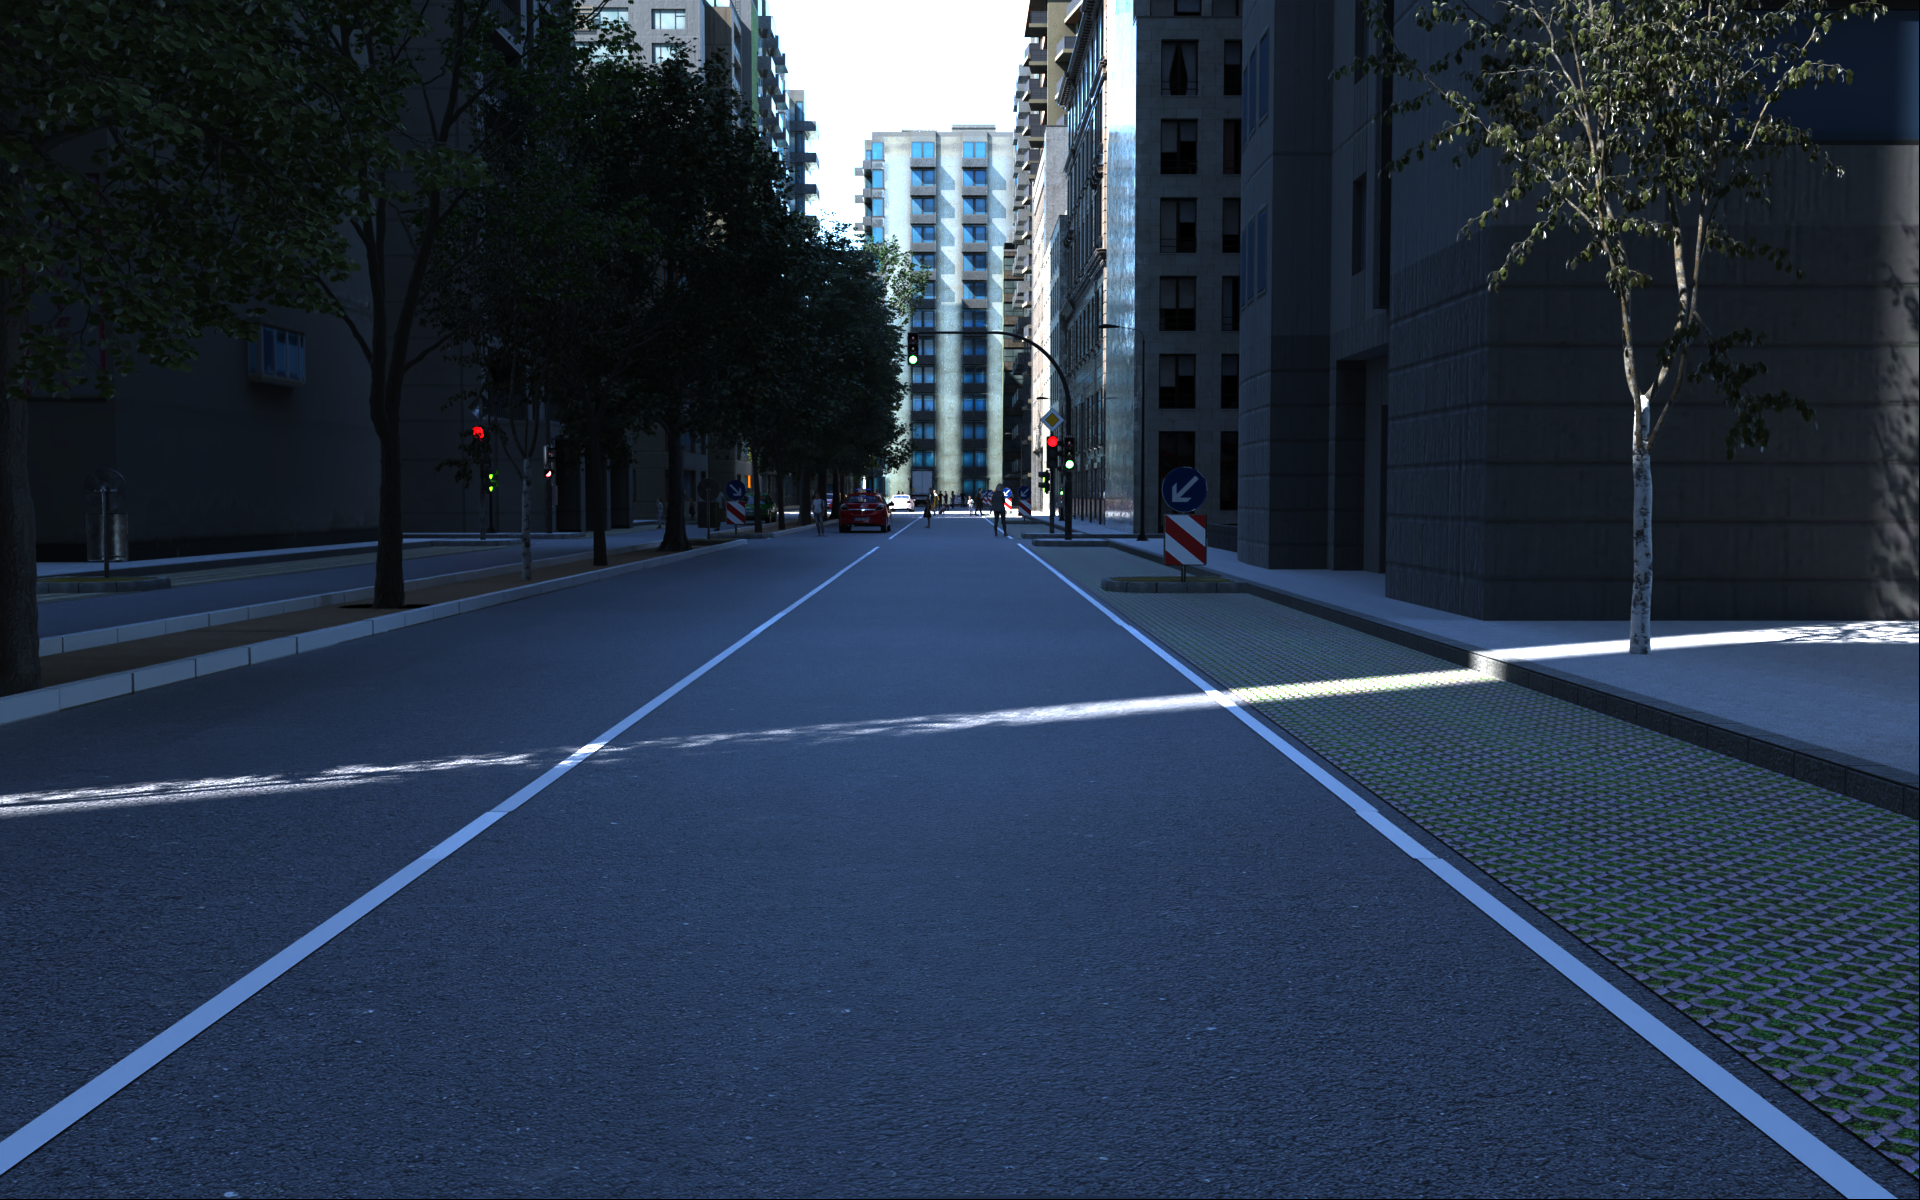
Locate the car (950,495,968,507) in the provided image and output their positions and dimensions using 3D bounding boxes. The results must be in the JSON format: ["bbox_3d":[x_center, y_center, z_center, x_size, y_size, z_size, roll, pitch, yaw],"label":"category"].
[{"bbox_3d":[-0.149,-11.373,198.303,2.083,1.381,4.827,0,4,2],"label":"car"}]

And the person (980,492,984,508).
[{"bbox_3d":[1.985,-9.663,167.431,0.756,1.711,0.436,-1,4,-23],"label":"person"}]

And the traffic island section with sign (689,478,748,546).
[{"bbox_3d":[-7.174,-2.487,48.800,2.006,1.907,1.989,0,4,0],"label":"traffic island section with sign"}]

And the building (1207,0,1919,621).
[{"bbox_3d":[15.739,-29.832,29.761,21.231,58.520,28.212,0,4,0],"label":"building"}]

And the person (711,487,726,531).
[{"bbox_3d":[-9.285,-3.548,66.998,0.782,1.767,0.515,-3,5,-42],"label":"person"}]

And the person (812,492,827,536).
[{"bbox_3d":[-4.756,-2.916,58.777,0.503,1.515,0.523,-1,4,-15],"label":"person"}]

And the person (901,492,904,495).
[{"bbox_3d":[-6.677,-11.718,201.008,0.541,1.710,0.530,-1,4,-16],"label":"person"}]

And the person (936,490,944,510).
[{"bbox_3d":[-1.779,-8.774,152.475,1.217,1.766,0.721,-2,4,-34],"label":"person"}]

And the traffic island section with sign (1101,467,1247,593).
[{"bbox_3d":[3.139,-1.051,25.815,1.989,1.847,2.006,0,4,0],"label":"traffic island section with sign"}]

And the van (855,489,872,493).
[{"bbox_3d":[-10.648,-11.427,191.209,2.240,2.365,5.245,0,4,-2],"label":"van"}]

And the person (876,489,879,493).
[{"bbox_3d":[-5.375,-6.279,111.552,0.834,1.777,0.661,0,4,-7],"label":"person"}]

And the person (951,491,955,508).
[{"bbox_3d":[-0.625,-10.006,172.810,0.721,1.735,1.217,1,4,11],"label":"person"}]

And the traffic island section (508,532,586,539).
[{"bbox_3d":[-13.417,-2.095,56.529,2.009,0.180,2.903,0,4,0],"label":"traffic island section"}]

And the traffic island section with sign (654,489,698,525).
[{"bbox_3d":[-13.190,-4.435,81.134,1.989,1.847,2.006,0,4,0],"label":"traffic island section with sign"}]

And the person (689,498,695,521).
[{"bbox_3d":[-13.351,-4.471,86.277,0.362,1.253,0.373,3,4,36],"label":"person"}]

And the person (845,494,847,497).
[{"bbox_3d":[-9.104,-7.645,133.499,1.348,1.823,0.705,1,4,17],"label":"person"}]

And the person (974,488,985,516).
[{"bbox_3d":[1.302,-6.478,114.198,0.755,1.850,0.659,0,4,-8],"label":"person"}]

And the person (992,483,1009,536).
[{"bbox_3d":[1.347,-3.086,59.138,0.537,1.800,0.526,3,4,37],"label":"person"}]

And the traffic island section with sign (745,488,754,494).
[{"bbox_3d":[-13.291,-6.159,109.321,1.989,1.847,2.006,0,4,0],"label":"traffic island section with sign"}]

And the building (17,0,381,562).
[{"bbox_3d":[-26.326,-25.181,35.404,21.600,48.544,21.300,0,4,0],"label":"building"}]

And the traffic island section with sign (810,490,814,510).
[{"bbox_3d":[-13.462,-9.167,158.501,1.989,1.847,2.006,0,4,0],"label":"traffic island section with sign"}]

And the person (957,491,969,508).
[{"bbox_3d":[0.303,-10.756,184.365,1.348,1.822,0.705,-1,4,-11],"label":"person"}]

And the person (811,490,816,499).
[{"bbox_3d":[-13.098,-9.047,156.561,0.705,1.807,1.348,-2,4,-33],"label":"person"}]

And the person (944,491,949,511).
[{"bbox_3d":[-1.196,-8.485,148.153,0.530,1.710,0.541,0,3,0],"label":"person"}]

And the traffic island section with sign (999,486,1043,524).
[{"bbox_3d":[2.946,-4.524,82.589,1.989,1.847,2.006,0,4,0],"label":"traffic island section with sign"}]

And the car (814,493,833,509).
[{"bbox_3d":[-10.914,-8.179,142.773,2.155,1.783,4.494,0,3,0],"label":"car"}]

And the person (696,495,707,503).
[{"bbox_3d":[-11.339,-4.104,75.805,0.606,1.804,0.583,2,4,29],"label":"person"}]

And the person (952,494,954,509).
[{"bbox_3d":[-0.717,-9.753,171.179,0.599,1.433,0.991,0,4,4],"label":"person"}]

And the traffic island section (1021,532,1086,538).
[{"bbox_3d":[3.024,-2.098,56.583,2.009,0.180,2.903,0,4,0],"label":"traffic island section"}]

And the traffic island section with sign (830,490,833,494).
[{"bbox_3d":[-13.558,-10.815,185.456,1.989,1.847,2.006,0,4,0],"label":"traffic island section with sign"}]

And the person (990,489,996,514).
[{"bbox_3d":[2.233,-6.433,114.262,0.593,1.750,0.643,-2,4,-29],"label":"person"}]

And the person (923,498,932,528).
[{"bbox_3d":[-1.396,-3.703,73.711,0.373,1.253,0.362,0,4,-1],"label":"person"}]

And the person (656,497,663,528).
[{"bbox_3d":[-12.475,-3.607,71.753,0.425,1.301,0.394,2,4,34],"label":"person"}]

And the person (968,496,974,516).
[{"bbox_3d":[0.724,-6.256,115.061,0.425,1.301,0.394,0,4,2],"label":"person"}]

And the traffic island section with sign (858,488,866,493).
[{"bbox_3d":[-7.472,-7.536,131.346,2.006,1.907,1.989,0,4,0],"label":"traffic island section with sign"}]

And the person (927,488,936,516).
[{"bbox_3d":[-1.858,-6.349,112.290,0.713,1.824,0.794,-2,4,-27],"label":"person"}]

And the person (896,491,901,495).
[{"bbox_3d":[-7.280,-12.094,206.224,1.348,1.826,0.705,-2,4,-32],"label":"person"}]

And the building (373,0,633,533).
[{"bbox_3d":[-23.824,-38.369,65.577,20.563,71.187,20.611,0,4,0],"label":"building"}]

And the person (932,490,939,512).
[{"bbox_3d":[-2.123,-8.059,140.998,1.217,1.736,0.721,3,5,40],"label":"person"}]

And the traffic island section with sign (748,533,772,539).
[{"bbox_3d":[-7.191,-2.940,56.207,2.006,1.907,1.989,0,4,0],"label":"traffic island section with sign"}]

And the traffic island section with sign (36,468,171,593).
[{"bbox_3d":[-12.982,-1.051,25.811,1.989,1.847,2.006,0,4,0],"label":"traffic island section with sign"}]

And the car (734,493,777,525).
[{"bbox_3d":[-9.753,-4.505,82.459,1.959,1.807,4.718,0,4,-1],"label":"car"}]

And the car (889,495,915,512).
[{"bbox_3d":[-4.673,-7.781,139.576,2.083,1.381,4.827,0,4,2],"label":"car"}]

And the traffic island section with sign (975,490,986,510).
[{"bbox_3d":[2.571,-10.868,186.317,1.989,1.847,2.006,0,4,0],"label":"traffic island section with sign"}]

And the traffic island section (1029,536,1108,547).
[{"bbox_3d":[3.053,-1.610,48.598,2.009,0.180,2.903,0,4,0],"label":"traffic island section"}]

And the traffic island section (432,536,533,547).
[{"bbox_3d":[-13.389,-1.606,48.544,2.009,0.180,2.903,0,4,0],"label":"traffic island section"}]

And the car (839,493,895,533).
[{"bbox_3d":[-3.576,-3.466,65.705,2.155,1.783,4.494,0,4,1],"label":"car"}]

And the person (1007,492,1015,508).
[{"bbox_3d":[4.785,-9.289,161.111,0.799,1.438,0.628,-2,4,-29],"label":"person"}]

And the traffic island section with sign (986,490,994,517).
[{"bbox_3d":[2.826,-6.215,110.239,1.989,1.847,2.006,0,4,0],"label":"traffic island section with sign"}]
